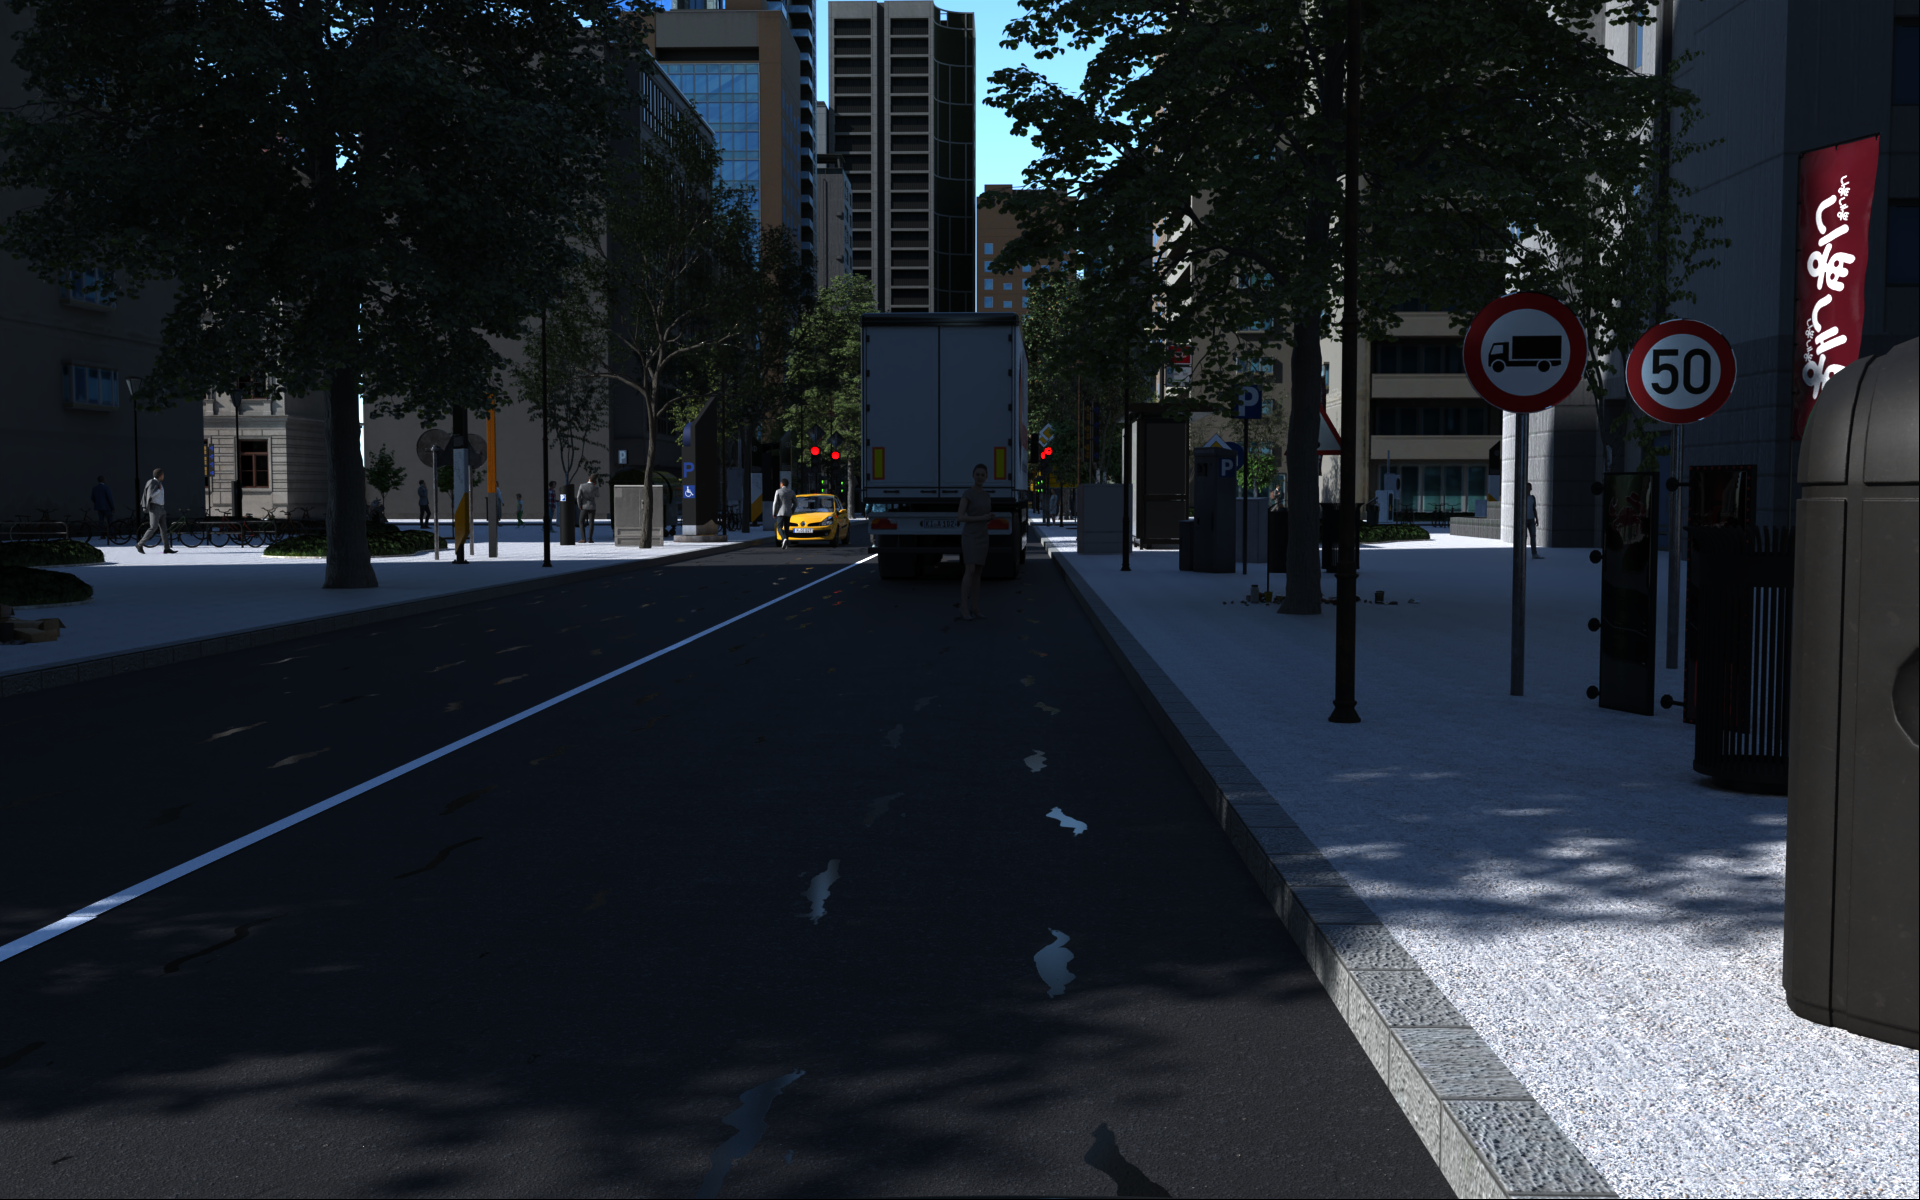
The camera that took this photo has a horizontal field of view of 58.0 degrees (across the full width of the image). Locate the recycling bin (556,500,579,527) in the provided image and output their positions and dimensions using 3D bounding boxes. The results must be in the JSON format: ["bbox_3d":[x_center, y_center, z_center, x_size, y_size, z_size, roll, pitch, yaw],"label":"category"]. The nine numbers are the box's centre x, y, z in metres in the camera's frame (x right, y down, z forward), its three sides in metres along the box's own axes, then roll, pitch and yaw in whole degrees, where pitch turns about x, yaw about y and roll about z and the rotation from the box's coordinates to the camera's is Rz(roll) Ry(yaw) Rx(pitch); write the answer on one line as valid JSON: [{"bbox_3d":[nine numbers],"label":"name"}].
[{"bbox_3d":[-15.500,-3.428,68.598,0.722,1.027,0.722,3,4,38],"label":"recycling bin"}]

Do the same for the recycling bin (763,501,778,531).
[{"bbox_3d":[-6.543,-2.953,60.828,0.722,1.027,0.722,0,4,-1],"label":"recycling bin"}]

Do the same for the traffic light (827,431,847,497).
[{"bbox_3d":[-5.456,-5.364,76.626,0.839,4.253,0.868,0,4,2],"label":"traffic light"}]

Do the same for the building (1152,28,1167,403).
[{"bbox_3d":[25.607,-31.365,162.930,14.600,45.320,14.200,0,4,2],"label":"building"}]

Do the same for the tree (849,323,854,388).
[{"bbox_3d":[-7.207,-7.483,56.757,8.767,10.594,7.601,1,4,13],"label":"tree"}]

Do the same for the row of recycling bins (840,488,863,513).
[{"bbox_3d":[-7.306,-6.780,117.961,1.069,1.692,3.534,2,4,34],"label":"row of recycling bins"}]

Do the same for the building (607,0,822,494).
[{"bbox_3d":[-25.467,-53.088,180.658,22.319,86.520,31.000,0,4,2],"label":"building"}]

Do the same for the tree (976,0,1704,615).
[{"bbox_3d":[4.098,-6.124,18.256,7.486,12.596,7.792,0,3,0],"label":"tree"}]

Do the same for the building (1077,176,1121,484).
[{"bbox_3d":[32.078,-38.981,256.951,30.456,49.044,23.786,0,4,2],"label":"building"}]

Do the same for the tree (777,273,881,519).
[{"bbox_3d":[-6.044,-10.484,89.546,7.486,12.596,7.792,0,3,0],"label":"tree"}]

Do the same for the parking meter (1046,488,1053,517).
[{"bbox_3d":[4.850,-5.457,94.939,0.399,1.863,0.255,2,4,27],"label":"parking meter"}]

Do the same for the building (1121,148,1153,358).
[{"bbox_3d":[26.156,-32.030,207.280,14.154,41.232,14.086,0,4,2],"label":"building"}]

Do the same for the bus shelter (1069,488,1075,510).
[{"bbox_3d":[8.074,-8.285,113.089,2.179,5.291,8.768,0,4,2],"label":"bus shelter"}]

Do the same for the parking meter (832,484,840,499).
[{"bbox_3d":[-6.897,-5.536,96.227,0.255,1.863,0.399,3,5,42],"label":"parking meter"}]

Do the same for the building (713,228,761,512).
[{"bbox_3d":[-22.696,-18.971,129.260,14.460,24.649,34.723,0,4,2],"label":"building"}]

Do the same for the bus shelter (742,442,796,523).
[{"bbox_3d":[-8.869,-5.477,80.825,1.731,3.624,6.357,0,4,2],"label":"bus shelter"}]

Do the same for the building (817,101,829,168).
[{"bbox_3d":[-32.679,-43.736,257.082,28.212,58.520,21.231,0,4,2],"label":"building"}]

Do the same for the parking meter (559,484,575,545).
[{"bbox_3d":[-9.857,-2.144,43.469,0.372,1.533,0.369,0,3,0],"label":"parking meter"}]

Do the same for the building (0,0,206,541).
[{"bbox_3d":[-36.698,-25.933,47.704,21.600,48.544,21.300,0,4,2],"label":"building"}]

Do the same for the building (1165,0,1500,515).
[{"bbox_3d":[27.562,-31.209,133.971,21.300,48.544,21.600,0,4,2],"label":"building"}]

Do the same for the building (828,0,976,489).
[{"bbox_3d":[-8.125,-49.944,254.842,20.611,71.187,20.563,0,4,2],"label":"building"}]

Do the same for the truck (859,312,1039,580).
[{"bbox_3d":[0.001,-2.657,32.353,2.839,4.237,11.283,0,4,3],"label":"truck"}]

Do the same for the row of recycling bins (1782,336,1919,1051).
[{"bbox_3d":[3.687,0.139,4.844,3.534,1.692,1.069,-2,4,-30],"label":"row of recycling bins"}]

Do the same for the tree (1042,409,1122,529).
[{"bbox_3d":[4.558,-4.883,63.543,4.285,4.588,4.351,0,3,0],"label":"tree"}]

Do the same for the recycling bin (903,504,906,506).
[{"bbox_3d":[-4.270,-7.190,130.117,0.722,1.027,0.722,0,4,-7],"label":"recycling bin"}]

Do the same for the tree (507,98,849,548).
[{"bbox_3d":[-7.097,-6.493,40.571,7.601,10.594,8.767,0,4,5],"label":"tree"}]

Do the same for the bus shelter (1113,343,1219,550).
[{"bbox_3d":[5.063,-4.055,43.936,2.179,5.291,8.768,0,4,2],"label":"bus shelter"}]

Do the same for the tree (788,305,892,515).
[{"bbox_3d":[-5.567,-11.461,104.398,9.611,12.733,9.660,0,3,0],"label":"tree"}]

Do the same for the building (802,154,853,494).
[{"bbox_3d":[-20.241,-32.197,210.022,14.086,41.232,14.154,0,4,2],"label":"building"}]

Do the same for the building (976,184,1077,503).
[{"bbox_3d":[9.623,-36.872,252.971,14.200,45.320,14.600,0,4,2],"label":"building"}]

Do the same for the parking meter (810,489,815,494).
[{"bbox_3d":[-6.946,-4.493,81.872,0.372,1.533,0.369,0,3,0],"label":"parking meter"}]

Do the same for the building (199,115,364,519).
[{"bbox_3d":[-44.356,-15.773,94.049,21.152,22.565,11.583,0,4,2],"label":"building"}]

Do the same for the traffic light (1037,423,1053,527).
[{"bbox_3d":[3.472,-4.861,68.397,0.839,4.253,0.868,0,4,2],"label":"traffic light"}]

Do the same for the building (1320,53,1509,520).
[{"bbox_3d":[29.986,-28.760,93.934,21.600,48.544,21.300,0,4,2],"label":"building"}]

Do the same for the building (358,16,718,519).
[{"bbox_3d":[-22.900,-18.690,99.082,14.314,27.812,24.014,0,4,2],"label":"building"}]

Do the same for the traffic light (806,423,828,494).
[{"bbox_3d":[-5.686,-4.876,68.644,0.839,4.253,0.868,0,4,2],"label":"traffic light"}]

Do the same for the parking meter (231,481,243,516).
[{"bbox_3d":[-31.932,-4.330,76.509,0.255,1.863,0.399,3,4,38],"label":"parking meter"}]

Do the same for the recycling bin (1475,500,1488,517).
[{"bbox_3d":[23.697,-4.003,78.004,0.722,1.027,0.722,-2,4,-28],"label":"recycling bin"}]

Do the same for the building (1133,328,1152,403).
[{"bbox_3d":[33.094,-20.829,185.586,27.650,21.520,28.899,0,4,2],"label":"building"}]

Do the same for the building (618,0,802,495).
[{"bbox_3d":[-22.307,-31.134,159.150,14.600,45.320,14.200,0,4,2],"label":"building"}]

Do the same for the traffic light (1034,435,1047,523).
[{"bbox_3d":[3.702,-5.349,76.378,0.839,4.253,0.868,0,4,2],"label":"traffic light"}]

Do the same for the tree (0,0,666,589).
[{"bbox_3d":[-8.355,-7.133,23.275,9.857,13.997,8.962,0,3,0],"label":"tree"}]

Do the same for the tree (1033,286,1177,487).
[{"bbox_3d":[4.874,-6.602,58.301,4.737,8.622,4.395,0,3,0],"label":"tree"}]

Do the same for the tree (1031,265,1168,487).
[{"bbox_3d":[4.184,-6.268,52.848,4.360,8.622,3.978,0,3,0],"label":"tree"}]

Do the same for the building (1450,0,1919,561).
[{"bbox_3d":[24.697,-30.541,41.342,21.231,58.520,28.212,0,4,2],"label":"building"}]

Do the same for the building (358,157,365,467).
[{"bbox_3d":[-63.656,-32.264,211.115,14.086,41.232,14.154,0,4,2],"label":"building"}]
